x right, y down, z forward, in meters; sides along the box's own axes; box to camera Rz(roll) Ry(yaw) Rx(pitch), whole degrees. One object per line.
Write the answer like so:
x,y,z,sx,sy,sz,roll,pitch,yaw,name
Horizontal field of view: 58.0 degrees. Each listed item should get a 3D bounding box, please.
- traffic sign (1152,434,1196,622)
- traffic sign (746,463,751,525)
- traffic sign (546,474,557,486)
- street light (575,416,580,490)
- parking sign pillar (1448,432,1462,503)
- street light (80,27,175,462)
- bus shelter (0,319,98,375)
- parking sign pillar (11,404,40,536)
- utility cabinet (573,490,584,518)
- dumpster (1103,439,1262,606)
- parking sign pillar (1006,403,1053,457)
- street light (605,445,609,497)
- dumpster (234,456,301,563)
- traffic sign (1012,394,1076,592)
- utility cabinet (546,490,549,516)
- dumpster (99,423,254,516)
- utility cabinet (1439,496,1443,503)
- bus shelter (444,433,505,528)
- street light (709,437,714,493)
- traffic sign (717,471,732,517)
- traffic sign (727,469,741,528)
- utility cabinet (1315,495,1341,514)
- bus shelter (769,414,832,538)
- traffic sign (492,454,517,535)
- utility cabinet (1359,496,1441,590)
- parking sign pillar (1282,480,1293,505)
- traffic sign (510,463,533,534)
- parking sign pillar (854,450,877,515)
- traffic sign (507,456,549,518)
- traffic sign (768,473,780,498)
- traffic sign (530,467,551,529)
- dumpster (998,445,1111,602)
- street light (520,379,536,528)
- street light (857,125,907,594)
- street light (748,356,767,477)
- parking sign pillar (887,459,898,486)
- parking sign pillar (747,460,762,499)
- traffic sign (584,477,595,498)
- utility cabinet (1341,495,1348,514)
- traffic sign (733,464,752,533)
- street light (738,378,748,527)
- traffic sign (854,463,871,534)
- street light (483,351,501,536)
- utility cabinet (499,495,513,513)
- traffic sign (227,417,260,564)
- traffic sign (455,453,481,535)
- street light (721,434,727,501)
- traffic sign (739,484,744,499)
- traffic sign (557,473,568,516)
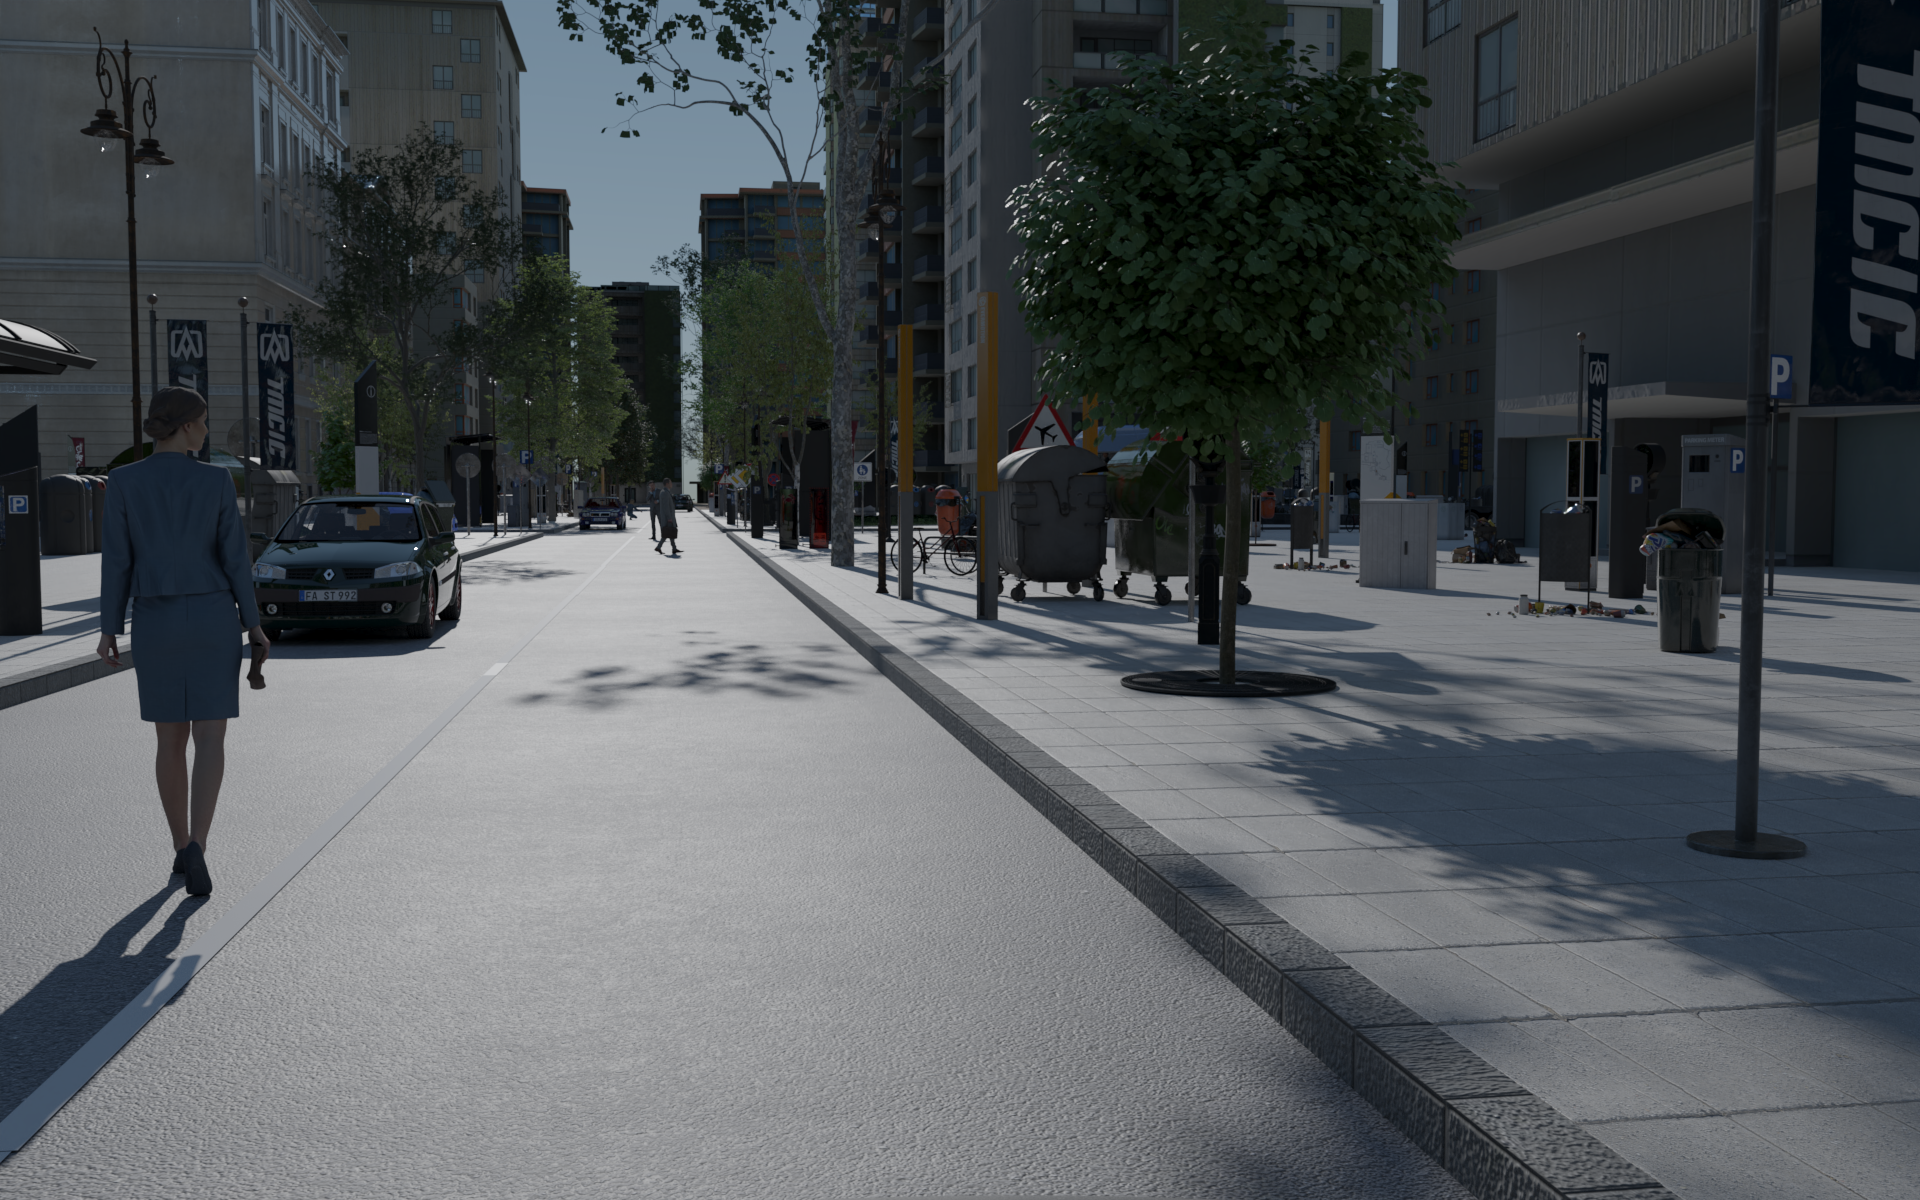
2.319,-1.058,17.305,0.884,2.594,0.081,0,4,-3,traffic sign
-8.590,-4.349,71.217,0.768,2.556,0.104,0,4,-3,traffic sign
-21.202,-5.361,89.783,0.606,2.300,0.079,0,4,-5,traffic sign
-21.855,-7.737,99.285,0.468,5.910,1.993,-1,4,-9,street light
21.536,-5.314,75.358,1.447,3.967,1.447,1,4,23,parking sign pillar
-8.471,-2.752,17.779,0.468,5.910,1.993,-1,4,-9,street light
-10.777,-1.456,17.727,2.014,3.302,5.546,-1,4,-9,bus shelter
-28.301,-3.881,51.919,1.447,3.967,1.447,-1,4,-16,parking sign pillar
-20.260,-5.098,92.038,0.318,1.500,1.173,-2,4,-24,utility cabinet
2.607,-1.110,20.637,1.502,2.255,1.985,-1,4,-9,dumpster
1.999,-3.750,49.786,1.447,3.967,1.447,0,4,-6,parking sign pillar
-27.403,-9.867,134.117,0.468,5.910,1.993,-1,4,-9,street light
-11.201,-1.314,27.242,1.264,1.857,1.865,-1,4,-9,dumpster
1.110,-1.382,22.597,0.884,2.594,0.081,0,4,-6,traffic sign
-24.368,-5.708,102.007,0.318,1.500,1.173,0,4,4,utility cabinet
-10.516,-1.272,23.298,1.502,2.255,1.985,-1,4,-9,dumpster
18.808,-3.559,69.349,1.020,1.237,0.306,1,4,10,utility cabinet
-19.366,-4.775,69.351,1.731,3.624,6.357,-1,4,-9,bus shelter
-19.857,-10.131,138.421,0.468,5.910,1.993,-1,4,-9,street light
-12.899,-5.821,95.182,0.884,2.594,0.081,0,4,-6,traffic sign
-8.397,-3.769,65.270,0.795,2.450,0.064,-1,4,-9,traffic sign
14.916,-3.632,70.542,0.306,1.237,1.020,-2,4,-32,utility cabinet
-4.885,-3.815,53.656,1.731,3.624,6.357,-1,4,-9,bus shelter
-14.391,-3.341,54.727,0.768,2.556,0.104,0,4,-6,traffic sign
5.975,-0.764,23.646,1.020,1.237,0.306,3,5,41,utility cabinet
23.692,-8.438,126.441,1.447,3.967,1.447,-1,4,-18,parking sign pillar
-14.269,-3.218,56.250,0.795,2.450,0.064,-1,4,-9,traffic sign
-5.772,-7.122,104.912,1.447,3.967,1.447,-3,5,-40,parking sign pillar
-23.027,-6.023,92.346,2.265,3.308,0.079,0,4,-3,traffic sign
-11.540,-6.556,107.301,0.768,2.556,0.104,0,4,-6,traffic sign
-15.551,-3.700,64.132,0.795,2.450,0.064,-1,4,-9,traffic sign
1.085,-0.949,21.279,1.264,1.857,1.865,-1,4,-9,dumpster
-16.048,-5.609,64.496,0.468,5.910,1.993,-1,4,-9,street light
-1.008,-3.025,22.243,0.468,5.910,1.993,-1,4,-9,street light
-6.617,-5.155,57.064,0.468,5.910,1.993,-1,4,-9,street light
-3.467,-6.559,95.704,1.447,3.967,1.447,1,4,15,parking sign pillar
-12.214,-7.070,104.073,1.447,3.967,1.447,3,4,39,parking sign pillar
-27.301,-7.802,127.669,0.768,2.556,0.104,0,4,-2,traffic sign
22.523,-5.537,101.687,1.020,1.237,0.306,2,4,29,utility cabinet
-7.115,-3.287,57.388,0.795,2.450,0.064,-1,4,-9,traffic sign
-8.451,-5.823,67.994,0.468,5.910,1.993,-1,4,-9,street light
-3.163,-3.303,56.135,0.606,2.300,0.079,-1,4,-9,traffic sign
-14.143,-4.881,52.591,0.468,5.910,1.993,-1,4,-9,street light
-31.069,-6.587,118.852,1.020,1.237,0.306,1,4,12,utility cabinet
-11.749,-1.752,28.749,0.768,2.556,0.104,-1,4,-8,traffic sign
-15.320,-3.293,53.955,0.768,2.556,0.104,0,4,-4,traffic sign
-14.145,-8.002,103.617,0.468,5.910,1.993,-1,4,-9,street light
-13.288,-6.356,106.054,0.606,2.300,0.079,0,4,-2,traffic sign
-23.657,-6.288,102.920,0.768,2.556,0.104,0,4,-3,traffic sign
